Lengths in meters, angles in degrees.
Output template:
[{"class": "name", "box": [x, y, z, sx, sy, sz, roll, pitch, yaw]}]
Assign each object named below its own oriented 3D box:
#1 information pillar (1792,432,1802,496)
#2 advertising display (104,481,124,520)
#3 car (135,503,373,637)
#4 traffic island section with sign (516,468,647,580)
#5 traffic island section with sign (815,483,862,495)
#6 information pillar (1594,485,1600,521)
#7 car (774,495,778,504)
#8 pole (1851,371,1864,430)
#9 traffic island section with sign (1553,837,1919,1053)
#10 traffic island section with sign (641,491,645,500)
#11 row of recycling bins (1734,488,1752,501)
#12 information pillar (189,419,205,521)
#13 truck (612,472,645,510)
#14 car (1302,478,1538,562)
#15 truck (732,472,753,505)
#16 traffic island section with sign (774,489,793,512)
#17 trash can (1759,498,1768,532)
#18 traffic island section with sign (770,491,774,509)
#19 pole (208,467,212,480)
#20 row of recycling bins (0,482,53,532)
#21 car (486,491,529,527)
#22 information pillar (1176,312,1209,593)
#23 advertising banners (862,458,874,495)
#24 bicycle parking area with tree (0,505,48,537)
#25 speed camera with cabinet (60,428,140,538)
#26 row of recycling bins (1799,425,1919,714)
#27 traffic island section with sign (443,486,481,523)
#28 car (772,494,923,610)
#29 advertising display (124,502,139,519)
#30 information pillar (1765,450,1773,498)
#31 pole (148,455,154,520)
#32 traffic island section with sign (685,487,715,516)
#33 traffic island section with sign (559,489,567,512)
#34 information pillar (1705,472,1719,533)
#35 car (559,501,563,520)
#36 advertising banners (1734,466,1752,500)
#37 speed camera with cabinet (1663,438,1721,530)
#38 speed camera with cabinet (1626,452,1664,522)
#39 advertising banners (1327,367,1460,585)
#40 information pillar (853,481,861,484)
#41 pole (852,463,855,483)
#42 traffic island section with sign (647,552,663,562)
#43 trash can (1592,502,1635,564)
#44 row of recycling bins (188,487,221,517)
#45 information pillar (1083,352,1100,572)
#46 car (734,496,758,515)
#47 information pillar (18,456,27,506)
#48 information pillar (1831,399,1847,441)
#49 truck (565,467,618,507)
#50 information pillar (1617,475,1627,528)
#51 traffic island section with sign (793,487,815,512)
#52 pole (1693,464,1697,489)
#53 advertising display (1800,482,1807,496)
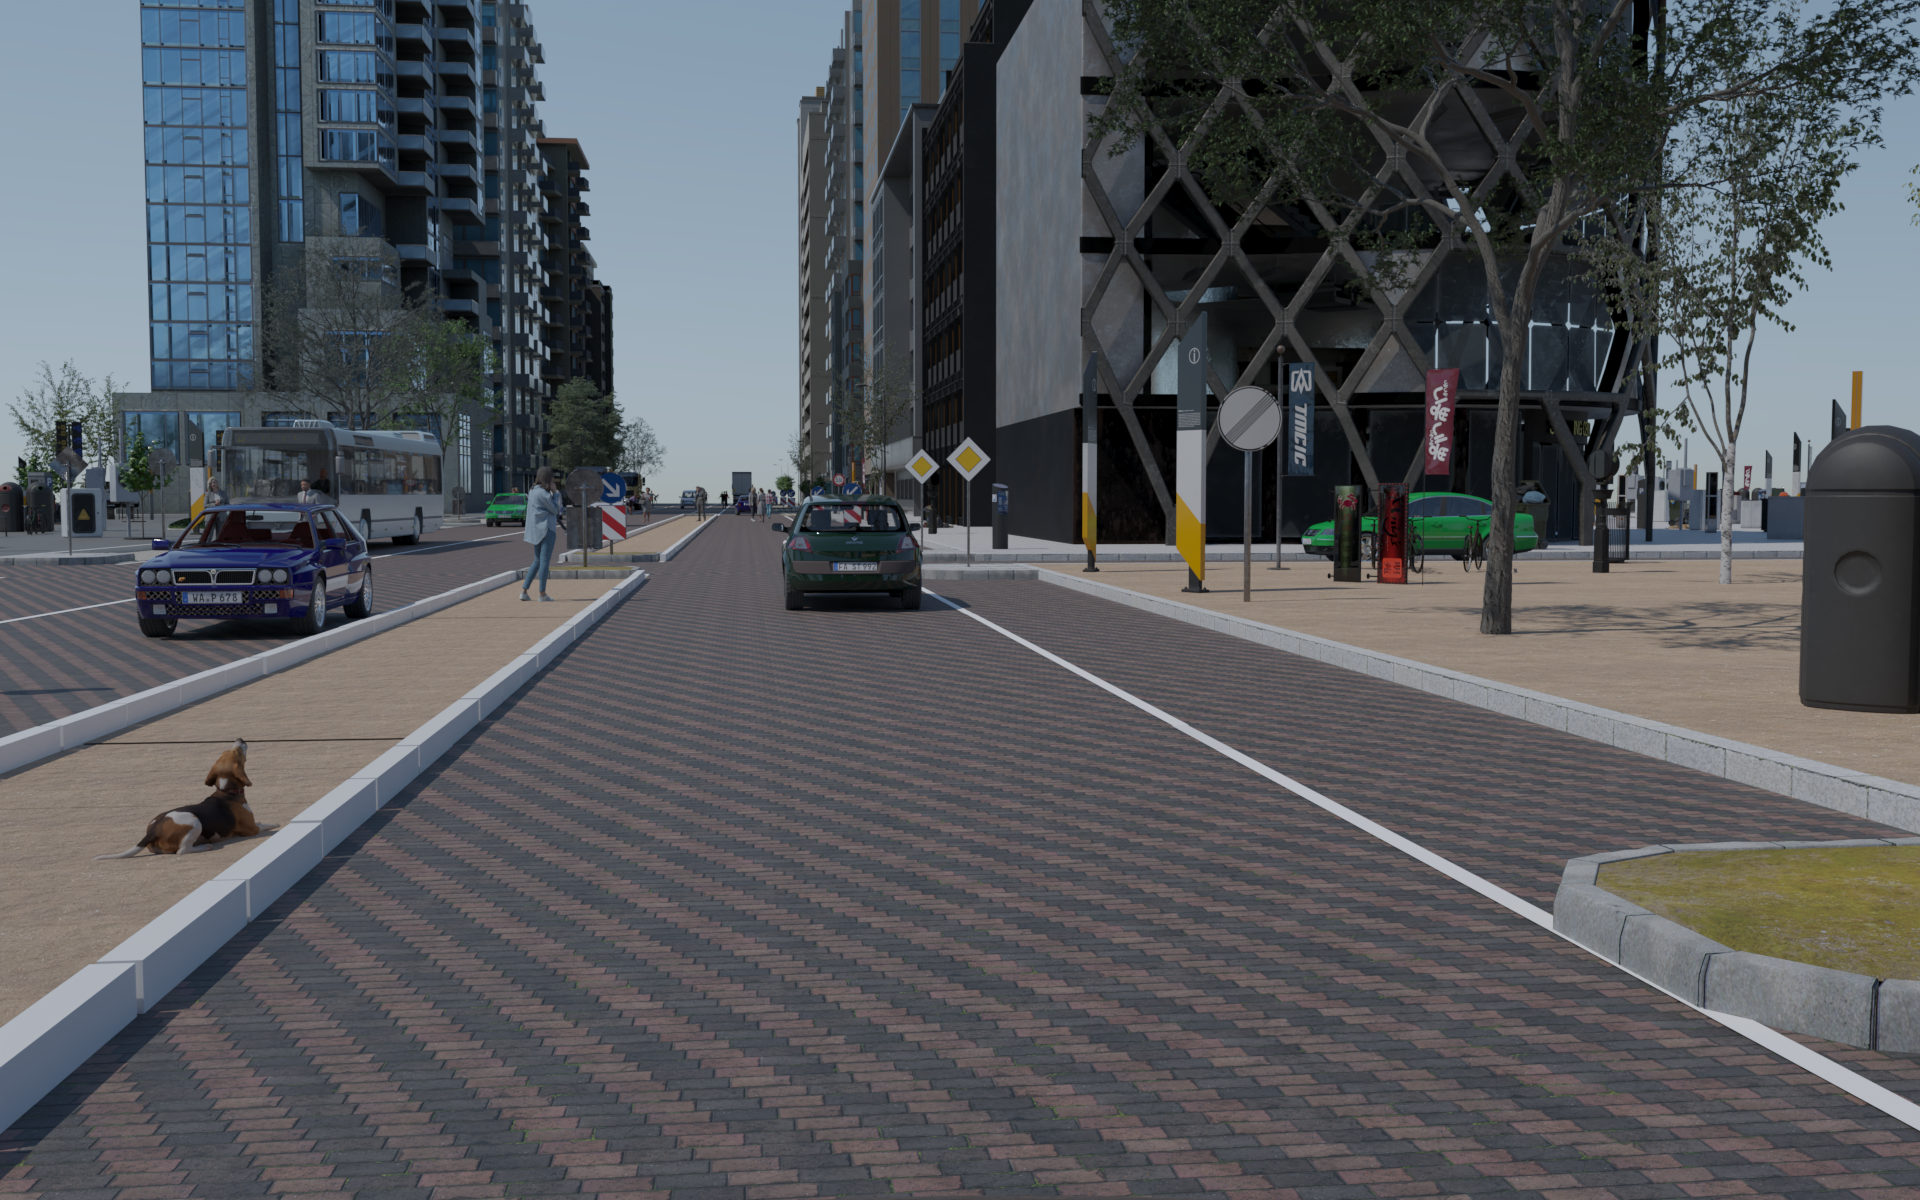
[{"class": "information pillar", "box": [31.342, -4.499, 64.911, 0.183, 3.616, 0.504, 0, 3, 0]}, {"class": "advertising display", "box": [-42.739, -5.010, 87.128, 0.123, 1.923, 0.974, 3, 4, 36]}, {"class": "car", "box": [-7.541, -0.376, 18.730, 1.945, 1.354, 3.894, 0, 4, -8]}, {"class": "traffic island section with sign", "box": [-6.524, -1.326, 29.821, 2.006, 1.907, 1.989, 0, 4, -7]}, {"class": "traffic island section with sign", "box": [-3.919, -3.171, 60.466, 1.989, 1.847, 2.006, 0, 4, -7]}, {"class": "information pillar", "box": [28.811, -5.332, 78.540, 0.504, 3.616, 0.183, 0, 4, -4]}, {"class": "car", "box": [-25.870, -13.949, 237.652, 1.945, 1.707, 3.694, 0, 4, -8]}, {"class": "pole", "box": [14.879, -2.138, 28.799, 0.158, 3.312, 0.155, 0, 3, 0]}, {"class": "traffic island section with sign", "box": [2.983, 0.202, 5.325, 1.989, 1.847, 2.006, 0, 4, -7]}, {"class": "traffic island section with sign", "box": [-44.500, -14.372, 243.604, 1.989, 1.847, 2.006, 0, 4, -7]}, {"class": "row of recycling bins", "box": [51.346, -6.440, 112.411, 3.534, 1.692, 1.069, 2, 4, 35]}, {"class": "information pillar", "box": [-23.961, -3.856, 54.406, 0.504, 3.616, 0.183, 1, 4, 14]}, {"class": "truck", "box": [-29.639, -9.664, 153.922, 3.469, 3.379, 9.791, -1, 4, -9]}, {"class": "car", "box": [9.380, -1.634, 35.513, 4.718, 1.807, 1.959, 0, 4, -7]}, {"class": "truck", "box": [-27.961, -14.280, 222.385, 2.839, 4.237, 11.283, 0, 4, -7]}, {"class": "traffic island section with sign", "box": [-13.450, -7.837, 136.766, 1.989, 1.847, 2.006, 0, 4, -7]}, {"class": "trash can", "box": [27.262, -2.847, 58.201, 0.748, 1.137, 0.748, 0, 3, 0]}, {"class": "traffic island section with sign", "box": [-16.889, -9.523, 164.332, 1.989, 1.847, 2.006, 0, 4, -7]}, {"class": "pole", "box": [-38.779, -5.856, 89.589, 0.158, 3.312, 0.155, 0, 3, 0]}, {"class": "row of recycling bins", "box": [-32.575, -3.140, 58.448, 3.534, 1.692, 1.069, -1, 4, -16]}, {"class": "car", "box": [-19.847, -4.147, 76.604, 1.959, 1.807, 4.718, 0, 4, -7]}, {"class": "information pillar", "box": [3.019, -1.906, 22.525, 0.183, 3.616, 0.504, -2, 4, -35]}, {"class": "advertising banners", "box": [-4.450, -5.334, 83.404, 0.090, 3.025, 2.074, -1, 4, -16]}, {"class": "bicycle parking area with tree", "box": [-32.422, -3.989, 52.230, 8.231, 4.147, 9.016, 0, 4, -2]}, {"class": "speed camera with cabinet", "box": [-25.502, -3.488, 51.360, 2.038, 3.252, 0.660, -3, 5, -44]}, {"class": "row of recycling bins", "box": [6.148, -0.131, 9.249, 1.069, 1.692, 3.534, -2, 4, -29]}, {"class": "traffic island section with sign", "box": [-24.766, -4.704, 85.535, 1.989, 1.847, 2.006, 0, 4, -7]}, {"class": "car", "box": [-1.475, -0.799, 22.844, 2.009, 1.686, 4.222, 0, 4, -6]}, {"class": "advertising display", "box": [-42.382, -5.088, 88.405, 0.123, 1.923, 0.974, 2, 4, 30]}, {"class": "information pillar", "box": [42.793, -6.138, 91.712, 0.504, 3.616, 0.183, -2, 4, -30]}, {"class": "pole", "box": [-40.102, -5.628, 85.853, 0.158, 3.312, 0.155, 0, 3, 0]}, {"class": "traffic island section with sign", "box": [-16.755, -6.336, 111.733, 2.006, 1.907, 1.989, 0, 4, -7]}, {"class": "traffic island section with sign", "box": [-30.927, -7.726, 134.948, 1.989, 1.847, 2.006, 0, 4, -7]}, {"class": "information pillar", "box": [24.912, -3.237, 57.417, 0.304, 2.012, 0.304, 0, 4, 5]}, {"class": "car", "box": [-23.017, -5.292, 96.122, 1.945, 1.707, 3.694, -1, 4, -8]}, {"class": "advertising banners", "box": [47.991, -6.787, 107.161, 0.090, 3.025, 2.074, -3, 4, -37]}, {"class": "speed camera with cabinet", "box": [26.229, -4.128, 61.831, 2.038, 3.252, 0.660, -2, 4, -25]}, {"class": "speed camera with cabinet", "box": [31.977, -5.266, 80.432, 0.660, 3.252, 2.038, -3, 4, -38]}, {"class": "advertising banners", "box": [6.142, -1.739, 24.618, 0.090, 3.025, 2.074, -3, 5, -44]}, {"class": "information pillar", "box": [-5.936, -5.828, 99.786, 0.304, 2.012, 0.304, 2, 4, 30]}, {"class": "pole", "box": [-6.869, -7.228, 112.028, 0.158, 3.312, 0.155, 0, 3, 0]}, {"class": "traffic island section with sign", "box": [-7.433, -1.776, 37.173, 2.006, 1.907, 1.989, 0, 4, -7]}, {"class": "trash can", "box": [12.110, -1.253, 32.143, 0.748, 1.137, 0.748, 0, 3, 0]}, {"class": "row of recycling bins", "box": [-41.814, -5.470, 96.547, 3.534, 1.692, 1.069, 3, 4, 37]}, {"class": "information pillar", "box": [2.131, -2.264, 28.377, 0.183, 3.616, 0.504, 1, 4, 23]}, {"class": "car", "box": [-14.323, -6.404, 117.280, 1.945, 1.354, 3.894, -1, 4, -9]}, {"class": "information pillar", "box": [-57.465, -7.025, 106.212, 0.504, 3.616, 0.183, -3, 5, -43]}, {"class": "information pillar", "box": [21.684, -3.148, 42.817, 0.504, 3.616, 0.183, -2, 4, -30]}, {"class": "truck", "box": [-26.226, -7.866, 124.539, 3.469, 3.379, 9.791, 0, 4, -7]}, {"class": "information pillar", "box": [25.104, -3.745, 65.719, 0.304, 2.012, 0.304, 1, 4, 15]}, {"class": "traffic island section with sign", "box": [-7.328, -4.840, 87.769, 1.989, 1.847, 2.006, 0, 4, -7]}, {"class": "pole", "box": [50.286, -7.622, 118.466, 0.158, 3.312, 0.155, 0, 3, 0]}, {"class": "advertising display", "box": [46.194, -5.456, 94.425, 0.974, 1.923, 0.123, 0, 4, -7]}]
